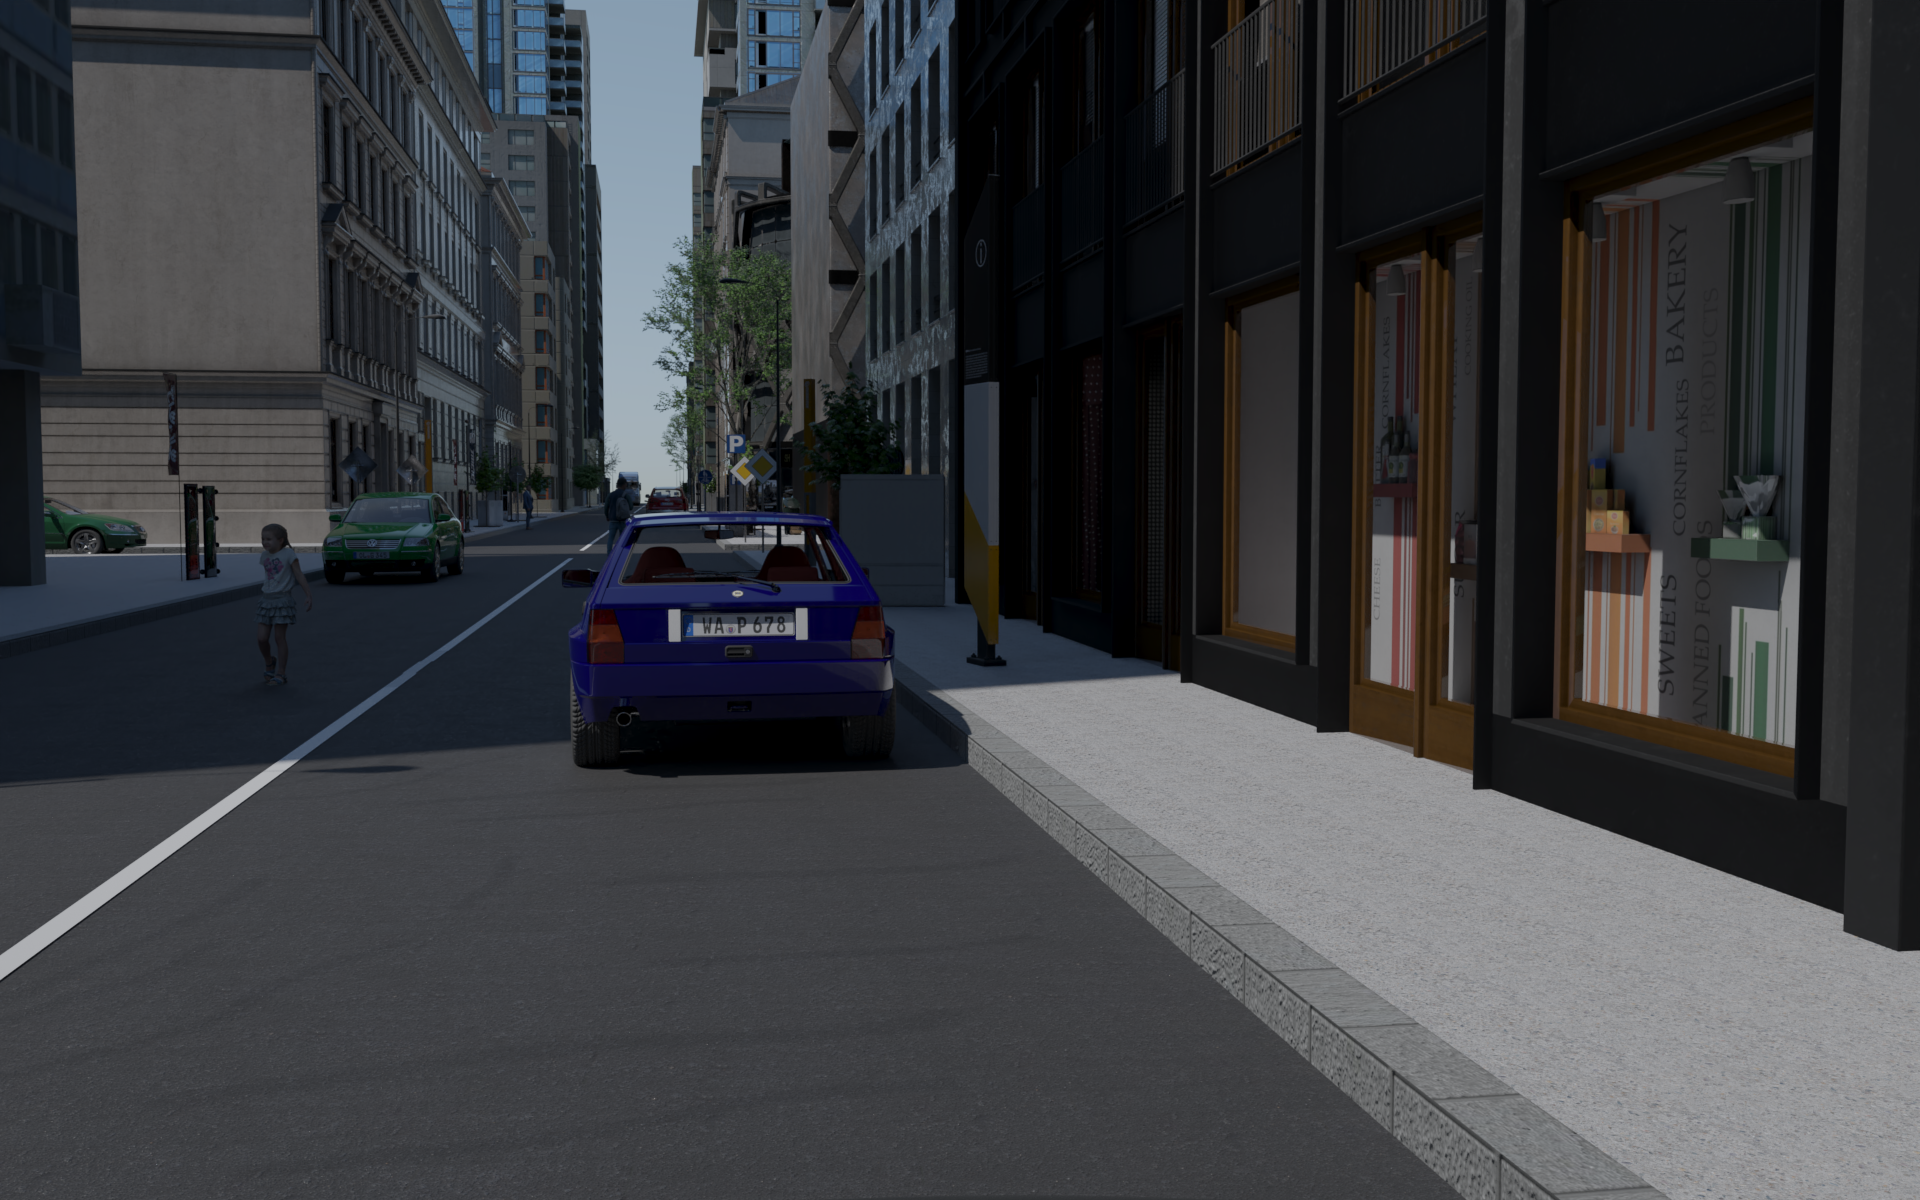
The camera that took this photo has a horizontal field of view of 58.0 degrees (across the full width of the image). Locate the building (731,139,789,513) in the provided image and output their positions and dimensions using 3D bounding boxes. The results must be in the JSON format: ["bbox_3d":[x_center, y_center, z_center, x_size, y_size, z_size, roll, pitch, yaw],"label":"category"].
[{"bbox_3d":[-3.109,-13.482,87.878,16.820,18.784,16.811,-1,4,-10],"label":"building"}]

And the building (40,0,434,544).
[{"bbox_3d":[-22.616,-11.505,52.733,10.561,19.102,19.286,-1,4,-10],"label":"building"}]

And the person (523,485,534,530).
[{"bbox_3d":[-17.453,-3.749,69.983,0.419,1.800,0.721,0,3,0],"label":"person"}]

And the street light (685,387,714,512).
[{"bbox_3d":[-11.006,-6.270,75.048,1.470,5.913,1.316,-1,4,-10],"label":"street light"}]

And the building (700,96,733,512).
[{"bbox_3d":[-12.368,-21.938,130.384,14.160,30.474,14.107,-1,4,-10],"label":"building"}]

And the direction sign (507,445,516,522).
[{"bbox_3d":[-20.626,-5.354,79.527,0.379,3.537,0.876,-1,4,-17],"label":"direction sign"}]

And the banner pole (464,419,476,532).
[{"bbox_3d":[-16.500,-4.183,58.411,0.401,3.779,0.863,1,4,10],"label":"banner pole"}]

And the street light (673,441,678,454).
[{"bbox_3d":[-23.949,-10.900,150.753,1.470,5.913,1.316,-1,4,-10],"label":"street light"}]

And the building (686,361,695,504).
[{"bbox_3d":[-24.017,-24.282,242.048,27.650,21.520,28.899,-1,4,-10],"label":"building"}]

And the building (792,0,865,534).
[{"bbox_3d":[3.538,-11.540,56.133,16.811,18.784,16.820,-1,4,-10],"label":"building"}]

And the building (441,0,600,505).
[{"bbox_3d":[-56.022,-55.061,212.917,22.319,86.520,31.000,-1,4,-10],"label":"building"}]

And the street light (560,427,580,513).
[{"bbox_3d":[-27.051,-9.027,120.127,1.470,5.913,1.316,-1,4,-10],"label":"street light"}]

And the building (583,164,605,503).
[{"bbox_3d":[-60.658,-37.689,239.917,21.300,48.544,21.600,-1,4,-10],"label":"building"}]

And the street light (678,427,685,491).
[{"bbox_3d":[-18.435,-8.969,119.191,1.470,5.913,1.316,-1,4,-10],"label":"street light"}]

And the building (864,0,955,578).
[{"bbox_3d":[4.535,-10.665,29.126,10.420,20.320,16.860,-1,4,-10],"label":"building"}]

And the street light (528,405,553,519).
[{"bbox_3d":[-21.812,-7.183,89.981,1.470,5.913,1.316,-1,4,-10],"label":"street light"}]

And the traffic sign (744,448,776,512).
[{"bbox_3d":[-4.309,-2.090,37.816,0.795,2.450,0.064,-1,4,-10],"label":"traffic sign"}]

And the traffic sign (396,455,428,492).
[{"bbox_3d":[-13.995,-2.485,44.271,0.795,2.450,0.064,-1,4,-10],"label":"traffic sign"}]

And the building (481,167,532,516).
[{"bbox_3d":[-31.825,-16.262,102.041,11.583,22.565,21.152,-1,4,-10],"label":"building"}]

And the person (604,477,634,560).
[{"bbox_3d":[-7.170,-1.685,36.397,0.623,1.781,0.721,-1,4,-8],"label":"person"}]

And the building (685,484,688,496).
[{"bbox_3d":[-26.739,-35.224,267.795,32.217,40.220,23.993,-1,4,-10],"label":"building"}]

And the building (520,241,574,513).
[{"bbox_3d":[-44.226,-17.461,130.525,27.650,21.520,28.899,-1,4,-10],"label":"building"}]

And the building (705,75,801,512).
[{"bbox_3d":[-9.233,-19.007,108.022,12.463,27.353,25.104,-1,4,-10],"label":"building"}]

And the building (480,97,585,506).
[{"bbox_3d":[-46.877,-30.414,180.870,14.154,41.232,14.086,-1,4,-10],"label":"building"}]

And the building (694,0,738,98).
[{"bbox_3d":[-13.001,-36.268,182.214,28.713,52.752,27.495,-1,4,-10],"label":"building"}]

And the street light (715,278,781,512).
[{"bbox_3d":[-4.478,-3.972,37.478,1.470,5.913,1.316,-1,4,-10],"label":"street light"}]

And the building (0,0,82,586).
[{"bbox_3d":[-23.096,-19.820,15.937,23.993,40.220,32.217,-1,4,-10],"label":"building"}]

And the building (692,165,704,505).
[{"bbox_3d":[-26.647,-32.745,218.969,14.154,41.232,14.086,-1,4,-10],"label":"building"}]

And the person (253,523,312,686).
[{"bbox_3d":[-5.095,0.026,13.093,0.505,1.210,0.382,1,4,12],"label":"person"}]

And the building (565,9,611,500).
[{"bbox_3d":[-63.539,-50.290,260.490,20.563,71.187,20.611,-1,4,-10],"label":"building"}]

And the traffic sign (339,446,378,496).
[{"bbox_3d":[-12.634,-2.004,36.402,0.795,2.450,0.064,-1,4,-10],"label":"traffic sign"}]

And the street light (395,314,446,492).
[{"bbox_3d":[-13.996,-4.422,44.845,1.470,5.913,1.316,-1,4,-10],"label":"street light"}]

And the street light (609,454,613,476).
[{"bbox_3d":[-41.050,-14.003,201.490,1.470,5.913,1.316,-1,4,-10],"label":"street light"}]

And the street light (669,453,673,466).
[{"bbox_3d":[-31.639,-13.597,194.851,1.470,5.913,1.316,-1,4,-10],"label":"street light"}]

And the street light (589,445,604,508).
[{"bbox_3d":[-34.710,-11.761,164.831,1.470,5.913,1.316,-1,4,-10],"label":"street light"}]

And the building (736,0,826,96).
[{"bbox_3d":[-10.671,-51.333,151.960,22.319,86.520,31.000,-1,4,-10],"label":"building"}]

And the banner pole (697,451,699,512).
[{"bbox_3d":[-15.374,-6.828,101.654,0.401,3.779,0.863,-1,4,-11],"label":"banner pole"}]

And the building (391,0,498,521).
[{"bbox_3d":[-29.940,-14.871,76.419,16.112,22.955,30.059,-1,4,-10],"label":"building"}]

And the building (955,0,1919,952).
[{"bbox_3d":[7.342,-11.210,12.958,12.332,23.373,15.834,-1,4,-10],"label":"building"}]
